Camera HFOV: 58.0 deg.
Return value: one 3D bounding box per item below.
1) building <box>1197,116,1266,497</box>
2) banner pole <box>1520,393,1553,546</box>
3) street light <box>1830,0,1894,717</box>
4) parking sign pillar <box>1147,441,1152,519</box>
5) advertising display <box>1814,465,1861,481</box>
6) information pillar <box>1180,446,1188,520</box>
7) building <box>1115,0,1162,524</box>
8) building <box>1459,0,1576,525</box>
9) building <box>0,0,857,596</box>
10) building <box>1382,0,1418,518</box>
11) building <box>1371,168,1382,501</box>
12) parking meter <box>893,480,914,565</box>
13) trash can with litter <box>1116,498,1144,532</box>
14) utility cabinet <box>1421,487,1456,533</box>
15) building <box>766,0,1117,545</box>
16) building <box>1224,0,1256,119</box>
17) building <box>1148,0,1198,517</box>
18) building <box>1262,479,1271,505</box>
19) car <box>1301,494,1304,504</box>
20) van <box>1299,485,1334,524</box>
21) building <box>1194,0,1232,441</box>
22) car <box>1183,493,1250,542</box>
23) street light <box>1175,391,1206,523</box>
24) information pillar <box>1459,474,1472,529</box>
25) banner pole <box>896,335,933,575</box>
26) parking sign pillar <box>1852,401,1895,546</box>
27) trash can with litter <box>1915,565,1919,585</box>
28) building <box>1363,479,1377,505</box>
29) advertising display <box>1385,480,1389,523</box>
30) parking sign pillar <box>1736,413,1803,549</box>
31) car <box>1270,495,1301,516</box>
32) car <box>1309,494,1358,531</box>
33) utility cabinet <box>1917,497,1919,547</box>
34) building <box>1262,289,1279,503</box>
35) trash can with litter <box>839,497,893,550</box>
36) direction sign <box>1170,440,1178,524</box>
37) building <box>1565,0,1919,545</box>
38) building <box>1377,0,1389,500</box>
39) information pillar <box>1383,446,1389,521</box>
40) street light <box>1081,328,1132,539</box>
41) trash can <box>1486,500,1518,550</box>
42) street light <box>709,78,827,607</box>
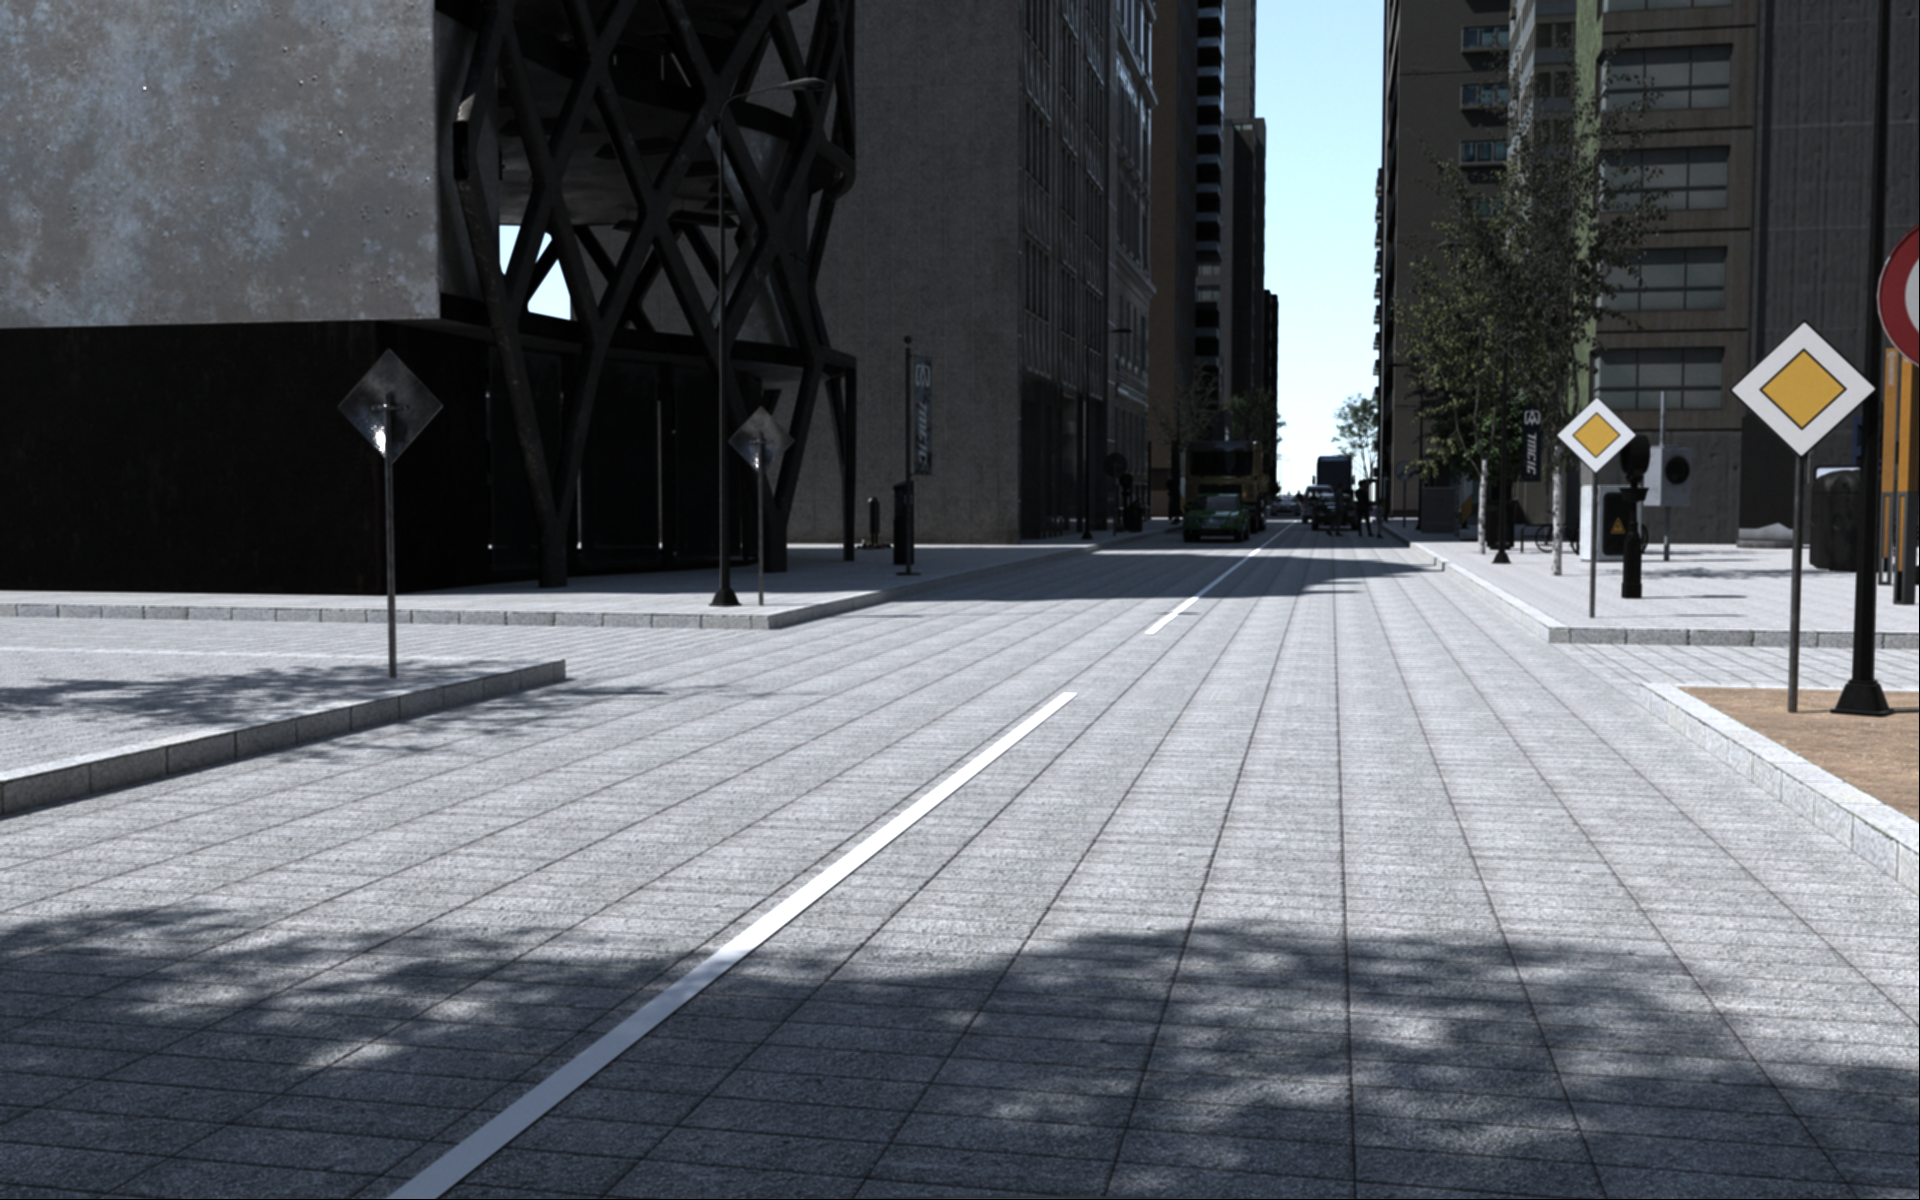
[{"bbox_3d":[24.981,-30.619,184.207,14.154,41.232,14.086,1,4,12],"label":"building"},{"bbox_3d":[14.387,-3.247,43.104,0.863,3.779,0.401,1,4,14],"label":"banner pole"},{"bbox_3d":[4.758,-2.297,10.090,1.470,5.913,1.316,1,4,12],"label":"street light"},{"bbox_3d":[8.973,-6.062,87.590,1.447,3.967,1.447,-1,4,-20],"label":"parking sign pillar"},{"bbox_3d":[19.672,-2.056,38.835,0.974,1.923,0.123,2,4,33],"label":"advertising display"},{"bbox_3d":[10.890,-5.680,84.220,0.183,3.616,0.504,-2,4,-27],"label":"information pillar"},{"bbox_3d":[0.906,-17.581,73.346,13.634,28.700,20.117,1,4,12],"label":"building"},{"bbox_3d":[37.327,-23.465,75.529,32.217,40.220,23.993,1,4,12],"label":"building"},{"bbox_3d":[-10.596,-9.973,30.504,16.820,18.784,16.811,1,4,12],"label":"building"},{"bbox_3d":[36.264,-29.215,101.372,21.300,48.544,21.600,1,4,12],"label":"building"},{"bbox_3d":[66.049,-37.236,228.409,23.786,49.044,30.456,1,4,12],"label":"building"},{"bbox_3d":[-1.026,-1.415,31.542,0.372,1.533,0.369,0,3,0],"label":"parking meter"},{"bbox_3d":[5.680,-2.875,58.393,1.055,1.170,0.624,0,4,6],"label":"trash can with litter"},{"bbox_3d":[15.707,-2.936,56.678,1.173,1.500,0.318,1,4,23],"label":"utility cabinet"},{"bbox_3d":[-2.334,-14.416,53.718,12.078,24.808,19.932,1,4,12],"label":"building"},{"bbox_3d":[29.871,-48.113,224.896,20.563,71.187,20.611,1,4,12],"label":"building"},{"bbox_3d":[6.403,-27.611,101.546,14.600,45.320,14.200,1,4,12],"label":"building"},{"bbox_3d":[20.368,-31.362,204.656,32.217,40.220,23.993,1,4,12],"label":"building"},{"bbox_3d":[44.259,-12.958,223.867,2.014,1.417,4.499,1,4,10],"label":"car"},{"bbox_3d":[17.746,-4.797,85.439,2.013,2.044,4.112,1,4,12],"label":"van"},{"bbox_3d":[12.487,-51.037,147.120,22.319,86.520,31.000,1,4,12],"label":"building"},{"bbox_3d":[7.854,-2.694,52.845,1.959,1.807,4.718,1,4,13],"label":"car"},{"bbox_3d":[10.350,-6.446,77.931,1.470,5.913,1.316,1,4,12],"label":"street light"},{"bbox_3d":[18.770,-4.453,64.156,0.504,3.616,0.183,-2,4,-28],"label":"information pillar"},{"bbox_3d":[-0.684,-2.300,27.615,0.401,3.779,0.863,3,4,36],"label":"banner pole"},{"bbox_3d":[22.195,-3.286,42.204,1.447,3.967,1.447,1,4,9],"label":"parking sign pillar"},{"bbox_3d":[13.819,-0.788,24.276,0.624,1.170,1.055,-2,4,-34],"label":"trash can with litter"},{"bbox_3d":[63.638,-31.164,201.405,32.217,40.220,23.993,1,4,12],"label":"building"},{"bbox_3d":[19.325,-4.476,78.402,0.123,1.923,0.974,1,4,14],"label":"advertising display"},{"bbox_3d":[19.347,-3.230,41.277,1.447,3.967,1.447,-3,5,-44],"label":"parking sign pillar"},{"bbox_3d":[21.921,-6.369,116.492,2.083,1.381,4.827,1,4,14],"label":"car"},{"bbox_3d":[15.095,-3.541,69.686,2.131,1.459,4.920,1,4,12],"label":"car"},{"bbox_3d":[23.636,-1.887,42.012,1.020,1.237,0.306,0,4,-3],"label":"utility cabinet"},{"bbox_3d":[37.105,-28.784,242.313,14.160,30.474,14.107,1,4,12],"label":"building"},{"bbox_3d":[-2.192,-1.822,40.840,1.678,1.210,2.233,0,4,8],"label":"trash can with litter"},{"bbox_3d":[9.065,-4.960,73.097,0.379,3.537,0.876,2,4,24],"label":"direction sign"},{"bbox_3d":[24.644,-22.338,48.820,14.154,41.232,14.086,1,4,12],"label":"building"},{"bbox_3d":[46.671,-37.026,147.375,21.231,58.520,28.212,1,4,12],"label":"building"},{"bbox_3d":[20.636,-5.661,83.913,0.183,3.616,0.504,-1,4,-11],"label":"information pillar"},{"bbox_3d":[4.132,-4.665,48.812,1.470,5.913,1.316,1,4,12],"label":"street light"},{"bbox_3d":[12.493,-1.735,40.019,0.748,1.137,0.748,0,3,0],"label":"trash can"},{"bbox_3d":[-2.172,-2.879,19.620,1.470,5.913,1.316,1,4,12],"label":"street light"}]
